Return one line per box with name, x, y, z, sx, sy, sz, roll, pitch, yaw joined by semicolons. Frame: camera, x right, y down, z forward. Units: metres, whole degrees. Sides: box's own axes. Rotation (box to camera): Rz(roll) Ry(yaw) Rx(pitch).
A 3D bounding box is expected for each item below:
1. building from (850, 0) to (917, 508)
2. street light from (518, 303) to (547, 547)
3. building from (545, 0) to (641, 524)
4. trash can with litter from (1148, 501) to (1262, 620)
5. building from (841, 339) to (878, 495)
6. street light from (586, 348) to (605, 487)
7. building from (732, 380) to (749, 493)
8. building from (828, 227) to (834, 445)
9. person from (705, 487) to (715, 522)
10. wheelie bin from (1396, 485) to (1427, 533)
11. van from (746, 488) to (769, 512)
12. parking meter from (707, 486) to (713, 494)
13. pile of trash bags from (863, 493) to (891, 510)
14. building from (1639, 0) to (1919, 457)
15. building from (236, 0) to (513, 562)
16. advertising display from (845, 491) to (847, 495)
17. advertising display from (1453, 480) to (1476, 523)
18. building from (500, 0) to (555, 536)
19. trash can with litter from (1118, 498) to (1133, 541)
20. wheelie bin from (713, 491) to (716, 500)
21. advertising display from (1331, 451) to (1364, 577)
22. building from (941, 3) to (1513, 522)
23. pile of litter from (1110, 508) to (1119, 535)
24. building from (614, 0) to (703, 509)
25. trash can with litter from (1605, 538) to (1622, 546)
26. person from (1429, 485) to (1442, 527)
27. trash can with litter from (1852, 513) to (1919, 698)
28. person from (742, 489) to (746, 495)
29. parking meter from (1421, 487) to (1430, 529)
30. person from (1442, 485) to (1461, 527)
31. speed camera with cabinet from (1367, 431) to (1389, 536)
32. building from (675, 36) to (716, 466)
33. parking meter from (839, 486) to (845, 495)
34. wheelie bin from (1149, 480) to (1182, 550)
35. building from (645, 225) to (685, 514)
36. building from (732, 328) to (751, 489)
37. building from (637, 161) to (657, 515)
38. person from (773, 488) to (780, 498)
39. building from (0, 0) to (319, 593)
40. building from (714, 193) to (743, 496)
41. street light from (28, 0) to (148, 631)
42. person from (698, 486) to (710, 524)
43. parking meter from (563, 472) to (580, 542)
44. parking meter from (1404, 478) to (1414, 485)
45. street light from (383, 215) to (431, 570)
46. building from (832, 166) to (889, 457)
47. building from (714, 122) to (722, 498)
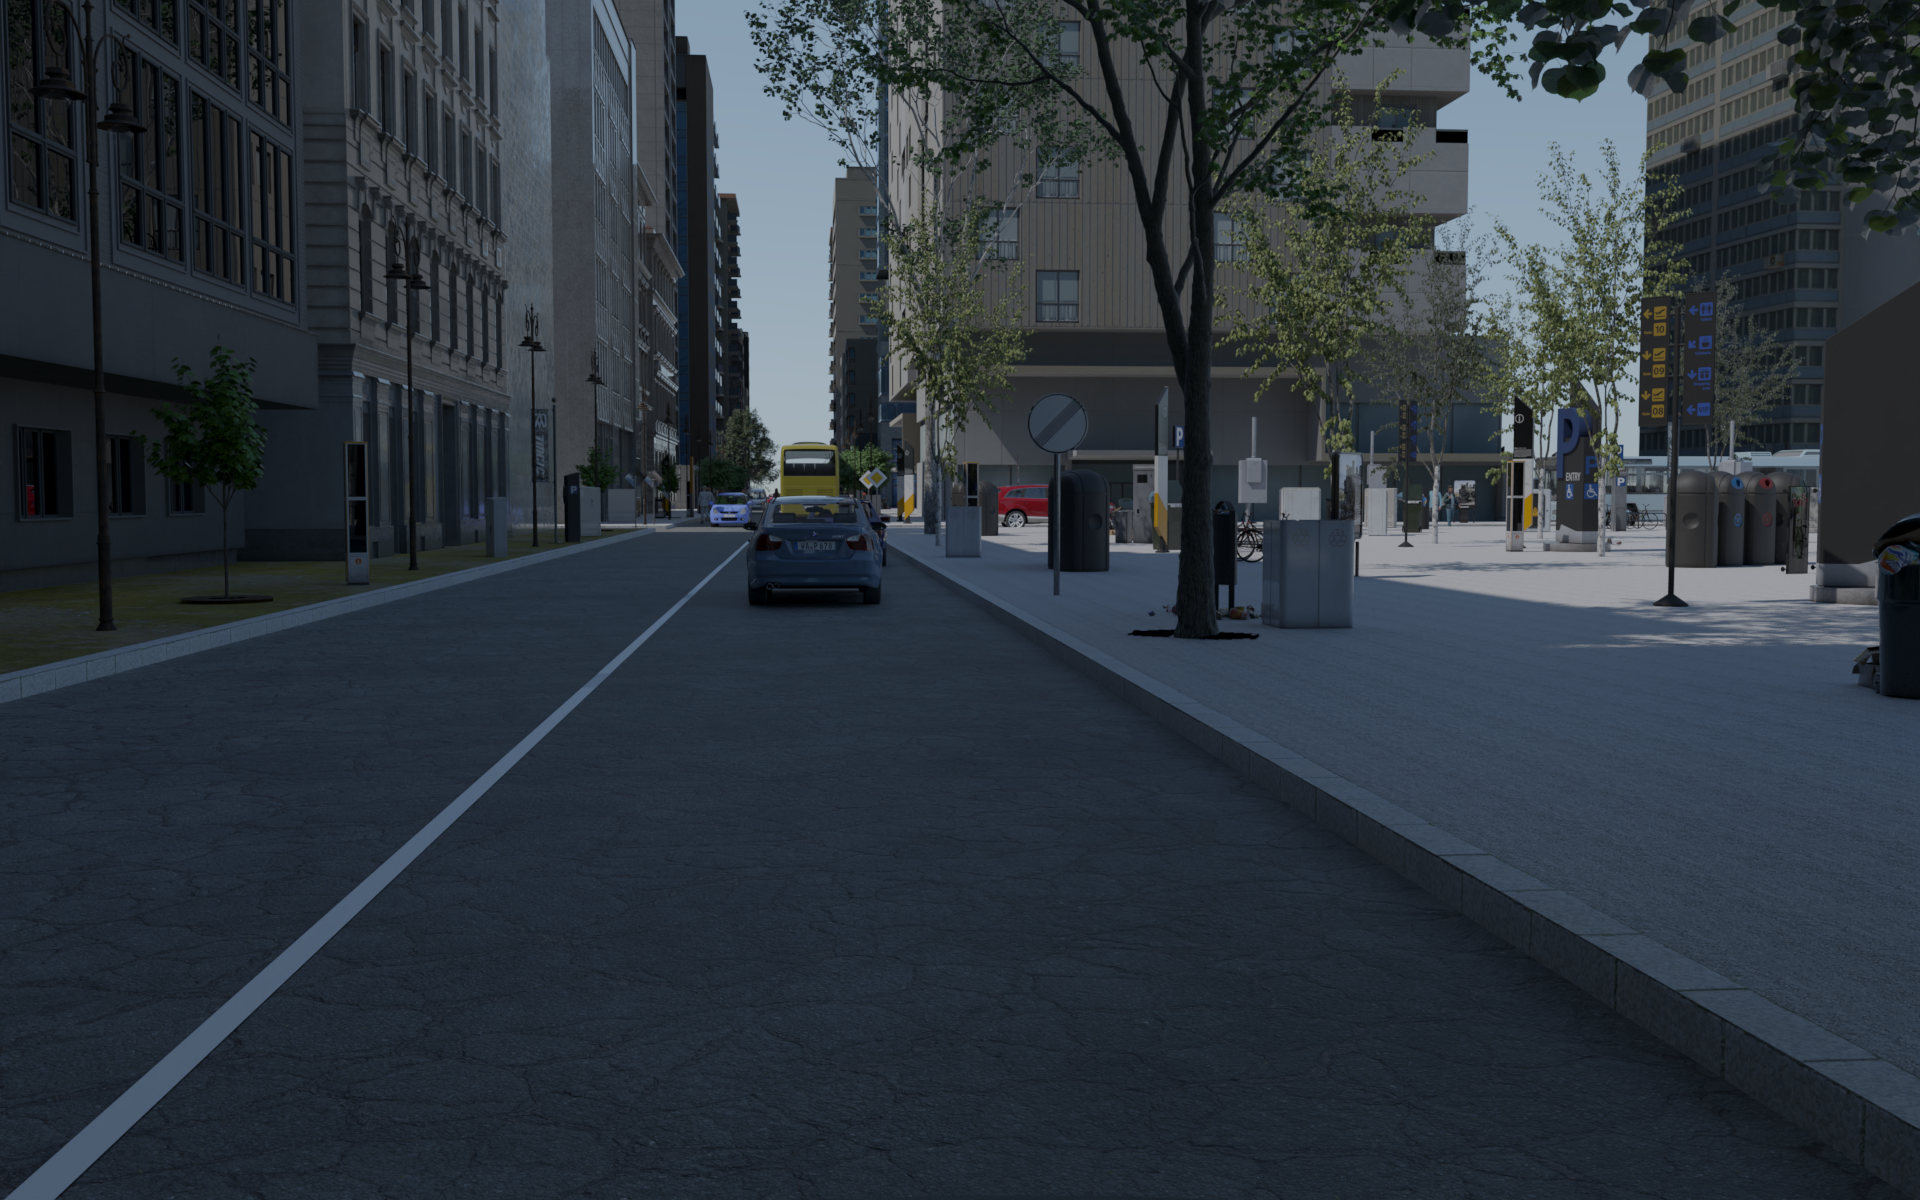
building;0.323;-52.815;176.190;22.319;86.520;31.000;0;4;-5
street light;-10.358;-4.238;42.077;0.468;5.910;1.993;0;4;-5
building;-22.235;-16.141;81.933;12.078;24.808;19.932;0;4;-5
trash can with litter;2.787;-0.452;18.455;1.678;1.210;2.233;-1;4;-10
building;-0.129;-22.209;208.152;27.650;21.520;28.899;0;4;-5
street light;-11.559;-5.029;55.006;0.468;5.910;1.993;0;4;-5
building;-47.826;-26.248;274.198;27.650;21.520;28.899;0;4;-5
building;-9.908;-38.096;277.490;22.147;44.769;28.867;0;4;-5
person;-12.986;-4.941;89.508;0.478;1.798;0.641;2;4;32
wheelie bin;14.966;-3.028;57.419;0.980;1.594;0.693;1;4;15
van;-14.891;-7.298;126.326;2.013;2.044;4.112;0;4;-4
parking meter;-17.261;-6.976;119.773;0.399;1.863;0.255;0;4;-1
pile of trash bags;-7.305;-8.249;144.622;1.912;1.369;3.447;-3;4;-38
building;54.305;-24.778;96.994;23.993;40.220;32.217;0;4;-5
building;-16.961;-11.724;40.842;9.793;20.994;18.267;0;4;-5
advertising display;-9.461;-8.089;137.467;0.974;1.923;0.123;-2;4;-27
advertising display;22.301;-4.367;76.615;0.974;1.923;0.123;1;4;12
building;-22.301;-12.264;55.268;16.860;20.320;10.420;0;4;-5
trash can with litter;4.767;-2.235;47.934;0.624;1.170;1.055;-1;4;-16
wheelie bin;-18.452;-7.359;128.229;0.693;1.594;0.980;2;4;25
advertising display;5.924;-1.303;26.511;0.123;1.923;0.974;2;4;35
building;10.895;-30.590;89.384;27.495;52.752;28.713;0;4;-5
pile of litter;4.988;-2.467;54.296;1.719;0.858;1.176;1;4;22
building;-33.725;-43.808;154.510;20.563;71.187;20.611;0;4;-5
trash can with litter;16.325;-2.019;44.074;1.678;1.210;2.233;3;5;44
person;18.949;-3.710;69.024;0.748;1.841;0.638;-3;5;-40
trash can with litter;6.060;0.013;11.180;0.624;1.170;1.055;0;4;7
person;-17.110;-7.891;137.698;0.709;1.800;0.728;1;4;15
parking meter;16.877;-3.337;62.967;0.372;1.533;0.369;0;3;0
person;19.877;-3.754;70.220;0.623;1.781;0.721;-3;5;-39
speed camera with cabinet;12.960;-3.631;53.696;0.660;3.252;2.038;1;4;13
building;-31.867;-32.019;173.625;14.600;45.320;14.200;0;4;-5
parking meter;-8.549;-7.336;125.647;0.399;1.863;0.255;3;5;43
wheelie bin;4.761;-1.956;39.882;0.980;1.594;0.693;-2;4;-34
building;-25.926;-17.497;122.240;11.583;22.565;21.152;0;4;-5
building;-43.170;-32.061;295.905;14.160;30.474;14.107;0;4;-5
building;-24.099;-16.692;101.786;11.050;23.489;19.941;0;4;-5
person;-11.843;-6.313;111.720;0.555;1.821;0.388;-2;4;-35
building;-17.552;-13.779;18.792;14.314;27.812;24.014;0;4;-5
building;-42.168;-36.069;244.348;22.147;44.769;28.867;0;4;-5
street light;-8.030;-2.650;16.118;0.468;5.910;1.993;0;4;-5
person;-12.241;-4.576;83.194;0.514;1.842;0.818;-3;5;-43
parking meter;-10.358;-2.476;46.188;0.399;1.863;0.255;-2;4;-34
parking meter;16.454;-3.535;63.501;0.255;1.863;0.399;3;4;37
street light;-9.223;-3.441;29.048;0.468;5.910;1.993;0;4;-5
building;-7.620;-38.446;252.292;21.300;48.544;21.600;0;4;-5
building;-38.582;-35.232;195.657;23.786;49.044;30.456;0;4;-5
